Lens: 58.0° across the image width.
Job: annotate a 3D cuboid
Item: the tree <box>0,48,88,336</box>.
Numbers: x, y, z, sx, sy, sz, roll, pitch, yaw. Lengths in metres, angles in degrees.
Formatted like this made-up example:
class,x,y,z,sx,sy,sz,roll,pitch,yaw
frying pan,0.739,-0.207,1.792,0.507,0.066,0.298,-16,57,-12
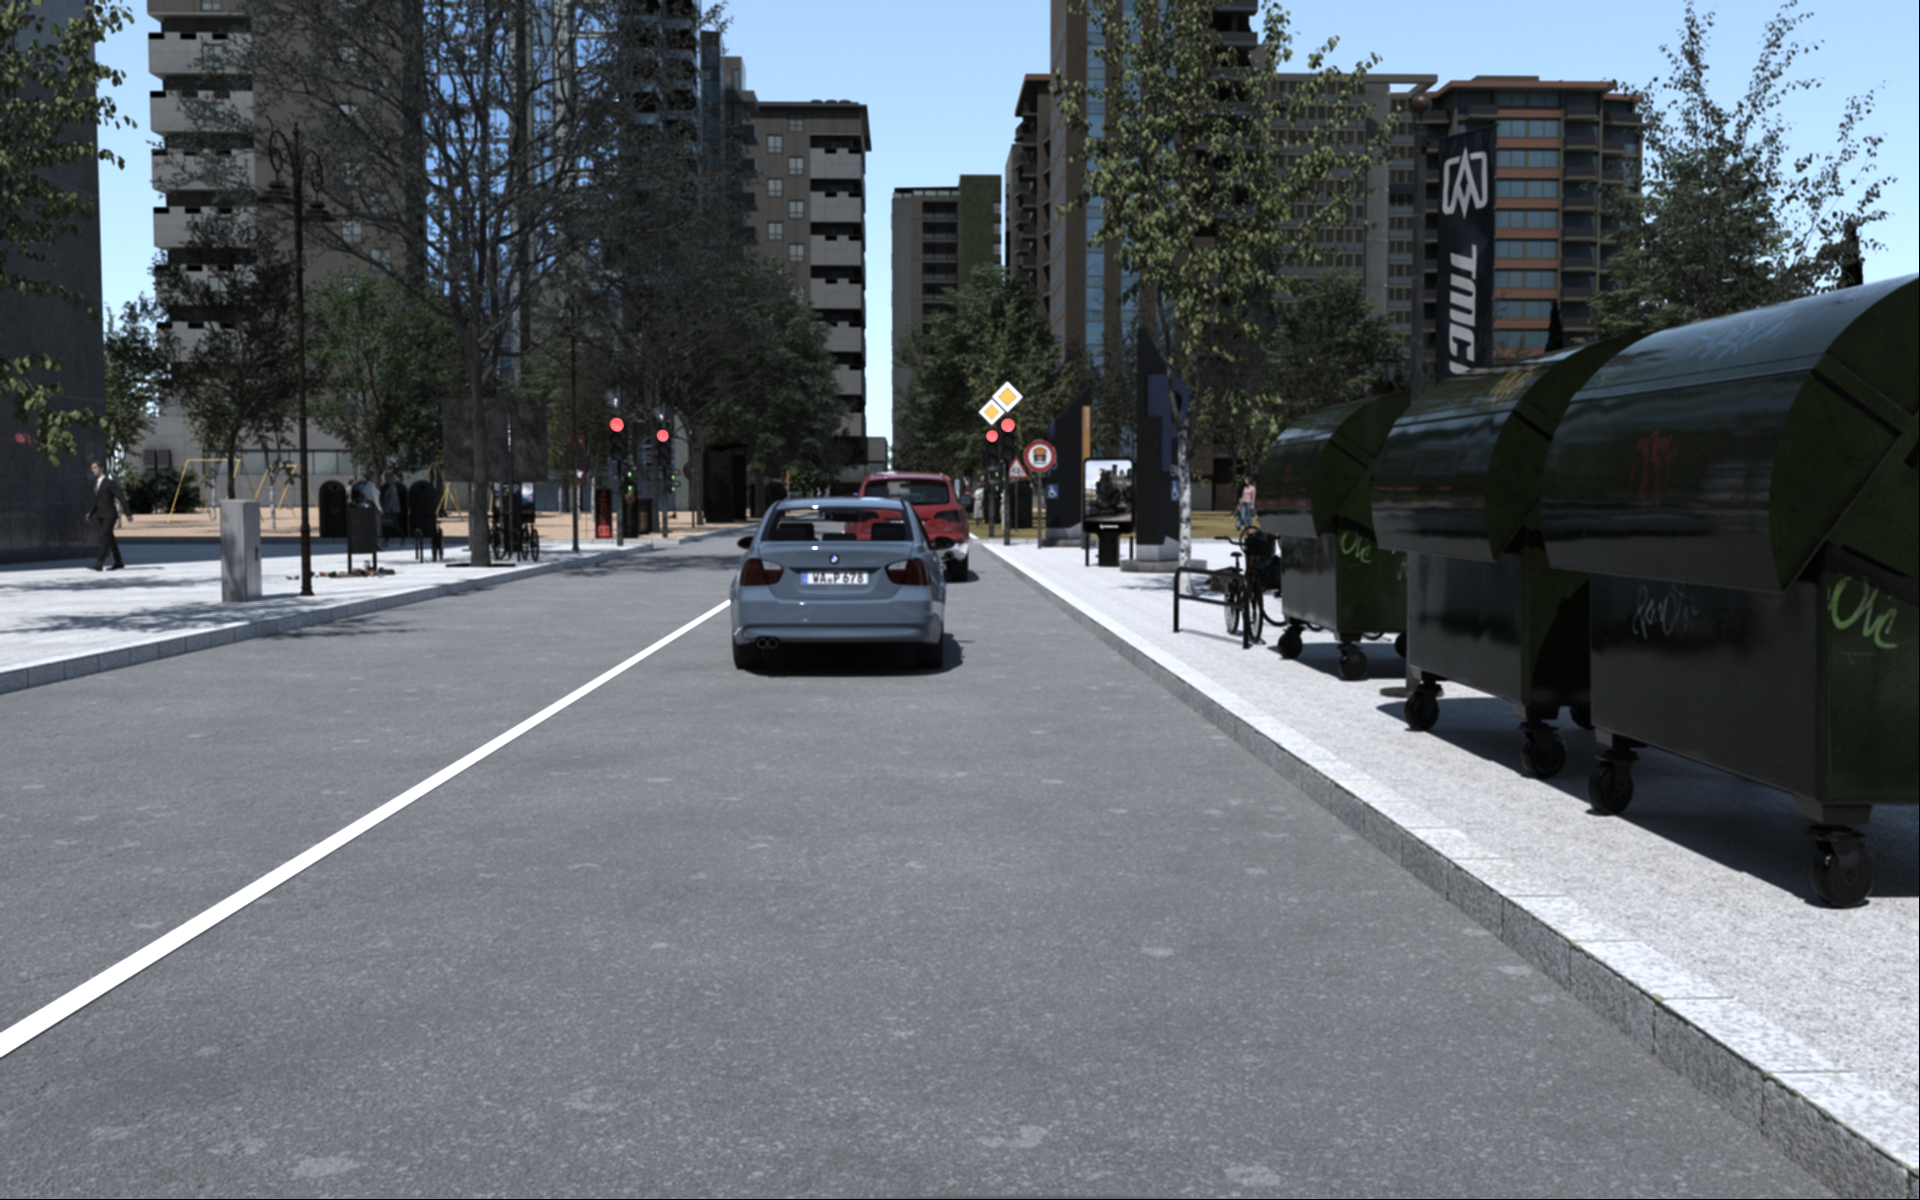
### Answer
class,x,y,z,sx,sy,sz,roll,pitch,yaw
tree,-13.090,-4.310,20.839,4.360,8.622,3.978,0,3,0

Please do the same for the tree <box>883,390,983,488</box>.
class,x,y,z,sx,sy,sz,roll,pitch,yaw
tree,-1.623,-14.527,154.530,9.611,12.733,9.660,0,3,0

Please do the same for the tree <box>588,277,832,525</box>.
class,x,y,z,sx,sy,sz,roll,pitch,yaw
tree,-10.747,-8.349,70.925,8.767,10.594,7.601,-2,4,-23

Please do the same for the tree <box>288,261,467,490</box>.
class,x,y,z,sx,sy,sz,roll,pitch,yaw
tree,-25.827,-9.244,76.900,9.928,11.665,9.643,0,3,0

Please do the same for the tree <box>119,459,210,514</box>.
class,x,y,z,sx,sy,sz,roll,pitch,yaw
tree,-56.435,-12.605,107.905,13.155,14.587,18.604,0,4,7

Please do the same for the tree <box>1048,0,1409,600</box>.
class,x,y,z,sx,sy,sz,roll,pitch,yaw
tree,2.809,-4.294,20.571,4.737,8.622,4.395,0,3,0

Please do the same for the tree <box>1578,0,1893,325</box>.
class,x,y,z,sx,sy,sz,roll,pitch,yaw
tree,11.617,-4.632,26.103,4.360,8.622,3.978,0,3,0

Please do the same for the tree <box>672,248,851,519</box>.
class,x,y,z,sx,sy,sz,roll,pitch,yaw
tree,-10.302,-11.196,89.713,9.857,13.997,8.962,0,3,0

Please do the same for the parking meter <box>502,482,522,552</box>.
class,x,y,z,sx,sy,sz,roll,pitch,yaw
parking meter,-10.005,-2.017,38.697,0.255,1.863,0.399,2,4,34

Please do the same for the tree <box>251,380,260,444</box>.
class,x,y,z,sx,sy,sz,roll,pitch,yaw
tree,-36.913,-8.294,85.972,4.737,8.622,4.395,0,3,0

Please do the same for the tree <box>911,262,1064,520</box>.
class,x,y,z,sx,sy,sz,roll,pitch,yaw
tree,1.639,-10.205,84.979,7.486,12.596,7.792,0,3,0

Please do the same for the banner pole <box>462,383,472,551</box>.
class,x,y,z,sx,sy,sz,roll,pitch,yaw
banner pole,-11.089,-3.017,39.337,0.401,3.779,0.863,0,4,-3

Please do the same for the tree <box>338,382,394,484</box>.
class,x,y,z,sx,sy,sz,roll,pitch,yaw
tree,-35.932,-9.605,107.405,4.737,8.622,4.395,0,3,0

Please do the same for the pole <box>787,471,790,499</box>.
class,x,y,z,sx,sy,sz,roll,pitch,yaw
pole,-12.441,-8.050,125.455,0.158,3.312,0.155,0,3,0

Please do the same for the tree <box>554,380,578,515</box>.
class,x,y,z,sx,sy,sz,roll,pitch,yaw
tree,-25.104,-9.638,107.940,4.737,8.622,4.395,0,3,0

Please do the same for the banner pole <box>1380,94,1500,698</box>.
class,x,y,z,sx,sy,sz,roll,pitch,yaw
banner pole,2.995,-1.268,10.741,0.401,3.779,0.863,-2,4,-29

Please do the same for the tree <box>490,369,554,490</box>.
class,x,y,z,sx,sy,sz,roll,pitch,yaw
tree,-26.745,-9.208,100.910,4.737,8.622,4.395,0,3,0

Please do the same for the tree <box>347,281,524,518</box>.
class,x,y,z,sx,sy,sz,roll,pitch,yaw
tree,-27.716,-10.721,92.294,9.611,12.733,9.660,0,3,0

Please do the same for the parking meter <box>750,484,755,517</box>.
class,x,y,z,sx,sy,sz,roll,pitch,yaw
parking meter,-11.648,-5.601,97.281,0.255,1.863,0.399,-1,4,-16

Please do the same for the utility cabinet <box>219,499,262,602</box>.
class,x,y,z,sx,sy,sz,roll,pitch,yaw
utility cabinet,-8.708,-0.602,21.006,0.306,1.237,1.020,-1,4,-13

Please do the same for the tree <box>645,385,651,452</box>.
class,x,y,z,sx,sy,sz,roll,pitch,yaw
tree,-19.587,-9.249,101.585,4.360,8.622,3.978,0,3,0

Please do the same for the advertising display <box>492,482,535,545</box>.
class,x,y,z,sx,sy,sz,roll,pitch,yaw
advertising display,-10.626,-2.204,41.245,0.974,1.923,0.123,-1,4,-23

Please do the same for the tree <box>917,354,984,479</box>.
class,x,y,z,sx,sy,sz,roll,pitch,yaw
tree,-0.273,-14.022,139.628,12.009,13.543,11.850,0,3,0

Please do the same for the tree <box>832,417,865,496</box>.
class,x,y,z,sx,sy,sz,roll,pitch,yaw
tree,-14.222,-15.941,195.042,8.767,10.594,7.601,1,4,18

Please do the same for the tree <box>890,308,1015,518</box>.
class,x,y,z,sx,sy,sz,roll,pitch,yaw
tree,-0.008,-10.330,94.650,9.928,11.665,9.643,0,3,0

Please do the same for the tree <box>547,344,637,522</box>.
class,x,y,z,sx,sy,sz,roll,pitch,yaw
tree,-19.152,-8.369,87.189,4.360,8.622,3.978,0,3,0

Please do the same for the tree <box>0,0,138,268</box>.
class,x,y,z,sx,sy,sz,roll,pitch,yaw
tree,-9.005,-3.943,14.831,4.737,8.622,4.395,0,3,0

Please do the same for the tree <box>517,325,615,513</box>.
class,x,y,z,sx,sy,sz,roll,pitch,yaw
tree,-26.484,-12.139,116.596,7.486,12.596,7.792,0,3,0

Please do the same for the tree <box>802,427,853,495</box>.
class,x,y,z,sx,sy,sz,roll,pitch,yaw
tree,-12.848,-13.505,171.173,4.360,8.622,3.978,0,3,0

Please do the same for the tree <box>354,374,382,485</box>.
class,x,y,z,sx,sy,sz,roll,pitch,yaw
tree,-34.944,-9.198,100.754,4.360,8.622,3.978,0,3,0

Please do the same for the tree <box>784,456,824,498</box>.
class,x,y,z,sx,sy,sz,roll,pitch,yaw
tree,-13.084,-9.809,144.088,4.285,4.588,4.351,0,3,0

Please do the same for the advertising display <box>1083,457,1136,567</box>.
class,x,y,z,sx,sy,sz,roll,pitch,yaw
advertising display,2.627,-1.546,30.493,0.974,1.923,0.123,2,4,29

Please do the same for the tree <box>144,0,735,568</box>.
class,x,y,z,sx,sy,sz,roll,pitch,yaw
tree,-8.389,-7.322,30.078,12.009,13.543,11.850,0,3,0

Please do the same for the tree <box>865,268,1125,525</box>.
class,x,y,z,sx,sy,sz,roll,pitch,yaw
tree,1.605,-8.395,71.675,7.601,10.594,8.767,2,4,25

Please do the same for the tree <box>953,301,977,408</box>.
class,x,y,z,sx,sy,sz,roll,pitch,yaw
tree,1.764,-6.834,62.093,4.737,8.622,4.395,0,3,0

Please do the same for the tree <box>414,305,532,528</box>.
class,x,y,z,sx,sy,sz,roll,pitch,yaw
tree,-18.399,-7.061,65.802,4.360,8.622,3.978,0,3,0

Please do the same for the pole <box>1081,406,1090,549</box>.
class,x,y,z,sx,sy,sz,roll,pitch,yaw
pole,2.920,-2.834,40.178,0.158,3.312,0.155,0,3,0

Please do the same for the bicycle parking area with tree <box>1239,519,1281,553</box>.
class,x,y,z,sx,sy,sz,roll,pitch,yaw
bicycle parking area with tree,10.927,-2.942,35.109,9.016,4.147,8.231,-2,4,-24

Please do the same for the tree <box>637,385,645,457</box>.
class,x,y,z,sx,sy,sz,roll,pitch,yaw
tree,-19.621,-8.777,93.863,4.360,8.622,3.978,0,3,0

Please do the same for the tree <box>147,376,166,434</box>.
class,x,y,z,sx,sy,sz,roll,pitch,yaw
tree,-35.300,-7.423,71.727,4.360,8.622,3.978,0,3,0

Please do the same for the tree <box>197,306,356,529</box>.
class,x,y,z,sx,sy,sz,roll,pitch,yaw
tree,-25.209,-6.885,62.935,4.360,8.622,3.978,0,3,0

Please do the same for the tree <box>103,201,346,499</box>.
class,x,y,z,sx,sy,sz,roll,pitch,yaw
tree,-23.878,-7.437,56.005,8.767,10.594,7.601,0,4,4
